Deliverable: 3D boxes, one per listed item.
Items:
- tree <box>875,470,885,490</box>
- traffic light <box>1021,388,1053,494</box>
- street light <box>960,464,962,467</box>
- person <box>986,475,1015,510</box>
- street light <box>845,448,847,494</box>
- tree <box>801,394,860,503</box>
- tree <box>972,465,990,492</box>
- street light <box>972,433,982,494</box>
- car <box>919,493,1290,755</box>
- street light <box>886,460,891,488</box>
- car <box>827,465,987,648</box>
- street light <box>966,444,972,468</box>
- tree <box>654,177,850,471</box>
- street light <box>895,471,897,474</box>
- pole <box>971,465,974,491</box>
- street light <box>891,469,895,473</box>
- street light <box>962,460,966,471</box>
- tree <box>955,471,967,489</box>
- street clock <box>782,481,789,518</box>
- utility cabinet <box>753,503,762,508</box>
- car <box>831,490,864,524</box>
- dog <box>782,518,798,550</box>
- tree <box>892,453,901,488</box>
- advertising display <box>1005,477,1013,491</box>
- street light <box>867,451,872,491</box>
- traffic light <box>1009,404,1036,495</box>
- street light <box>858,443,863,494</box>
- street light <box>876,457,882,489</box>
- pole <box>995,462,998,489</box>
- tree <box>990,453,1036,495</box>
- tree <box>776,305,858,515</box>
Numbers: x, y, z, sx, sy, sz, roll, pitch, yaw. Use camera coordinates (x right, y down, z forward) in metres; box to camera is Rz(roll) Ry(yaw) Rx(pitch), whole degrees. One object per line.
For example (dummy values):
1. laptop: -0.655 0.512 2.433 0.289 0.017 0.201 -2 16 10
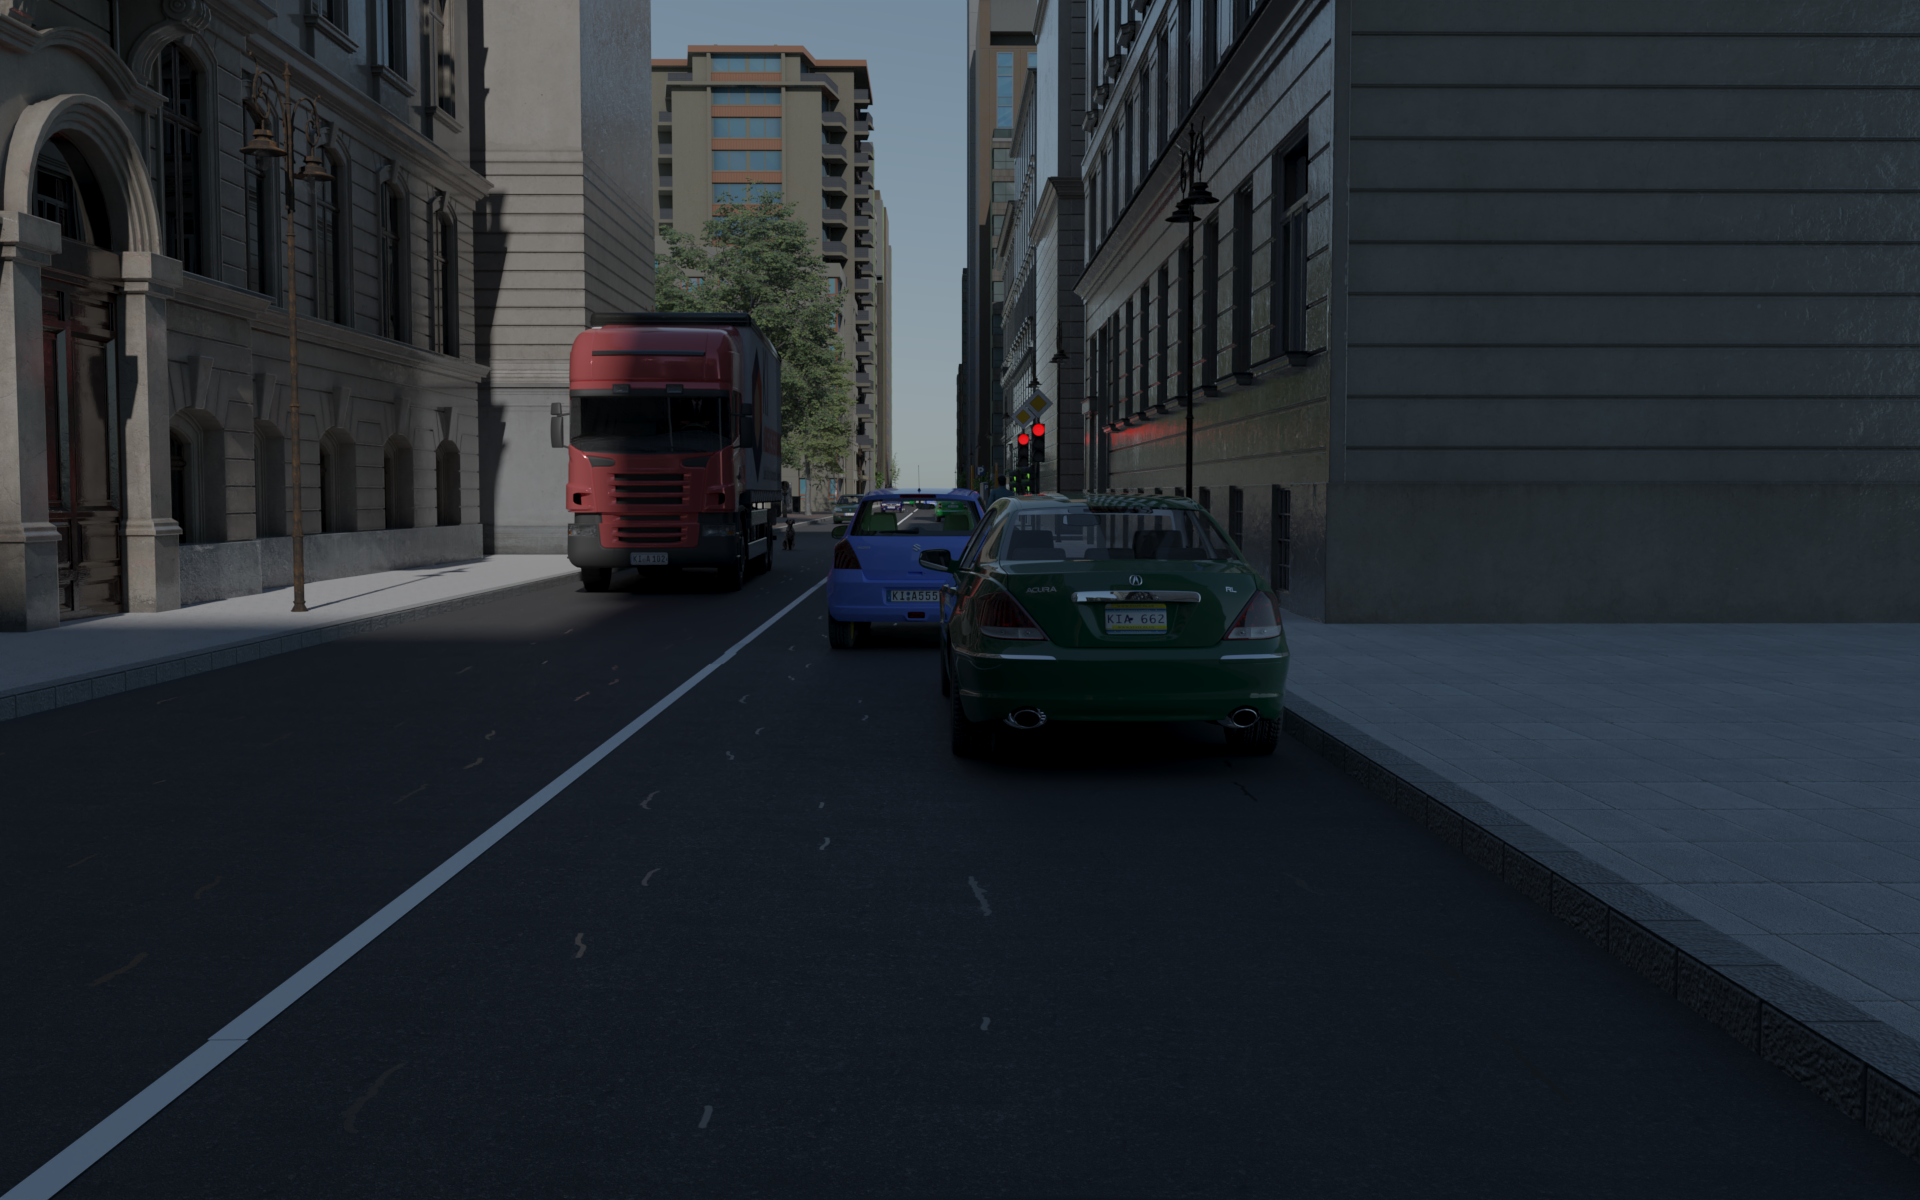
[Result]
1. tree: -10.578 -13.645 206.816 4.285 4.588 4.351 0 3 0
2. traffic light: 2.062 -3.504 46.215 0.839 4.253 0.868 0 4 -1
3. street light: 0.373 -14.236 205.545 0.468 5.910 1.993 0 4 -1
4. person: 0.853 -1.670 35.821 0.660 1.820 0.620 -1 4 -22
5. street light: -8.623 -9.668 130.851 0.468 5.910 1.993 0 4 -1
6. tree: -8.660 -10.325 119.182 4.360 8.622 3.978 0 3 0
7. tree: 1.527 -7.385 115.342 1.663 3.219 1.824 0 3 0
8. street light: 1.396 -9.811 133.193 0.468 5.910 1.993 0 4 -1
9. car: 0.807 0.051 10.964 2.131 1.459 4.920 0 4 -2
10. street light: -10.065 -16.206 237.761 0.468 5.910 1.993 0 4 -1
11. car: -0.358 -0.477 17.387 1.945 1.707 3.694 0 4 1
12. street light: 1.019 -11.277 157.174 0.468 5.910 1.993 0 4 -1
13. tree: -9.111 -10.085 71.542 9.857 13.997 8.962 0 3 0
14. street light: -10.665 -19.114 285.308 0.468 5.910 1.993 0 4 -1
15. pole: 0.874 -7.920 123.338 0.158 3.312 0.155 0 3 0
16. street light: -10.391 -17.660 261.534 0.468 5.910 1.993 0 4 -1
17. street light: 0.729 -12.763 181.461 0.468 5.910 1.993 0 4 -1
18. tree: 0.947 -14.005 212.687 4.285 4.588 4.351 0 3 0
19. street clock: -9.548 -5.493 94.384 0.471 2.002 0.358 1 4 21
20. utility cabinet: -8.316 -3.612 67.728 1.173 1.500 0.318 -1 4 -9
21. car: -5.186 -4.522 83.717 2.009 1.686 4.222 0 4 0
22. dog: -4.302 -1.688 44.435 0.513 0.831 0.800 2 4 24
23. tree: -11.601 -20.720 289.140 4.737 8.622 4.395 0 3 0
24. advertising display: 1.811 -3.621 64.416 0.123 1.923 0.974 -1 4 -8
25. street light: -9.300 -12.586 178.560 0.468 5.910 1.993 0 4 -1
26. traffic light: 1.956 -3.993 54.200 0.839 4.253 0.868 0 4 -1
27. street light: -8.921 -11.122 154.624 0.468 5.910 1.993 0 4 -1
28. street light: -9.832 -14.752 213.987 0.468 5.910 1.993 0 4 -1
29. pole: 2.349 -7.207 111.673 0.158 3.312 0.155 0 3 0
30. tree: 2.417 -4.544 68.894 1.663 3.219 1.824 0 3 0
31. tree: -9.471 -11.376 104.121 7.486 12.596 7.792 0 3 0
